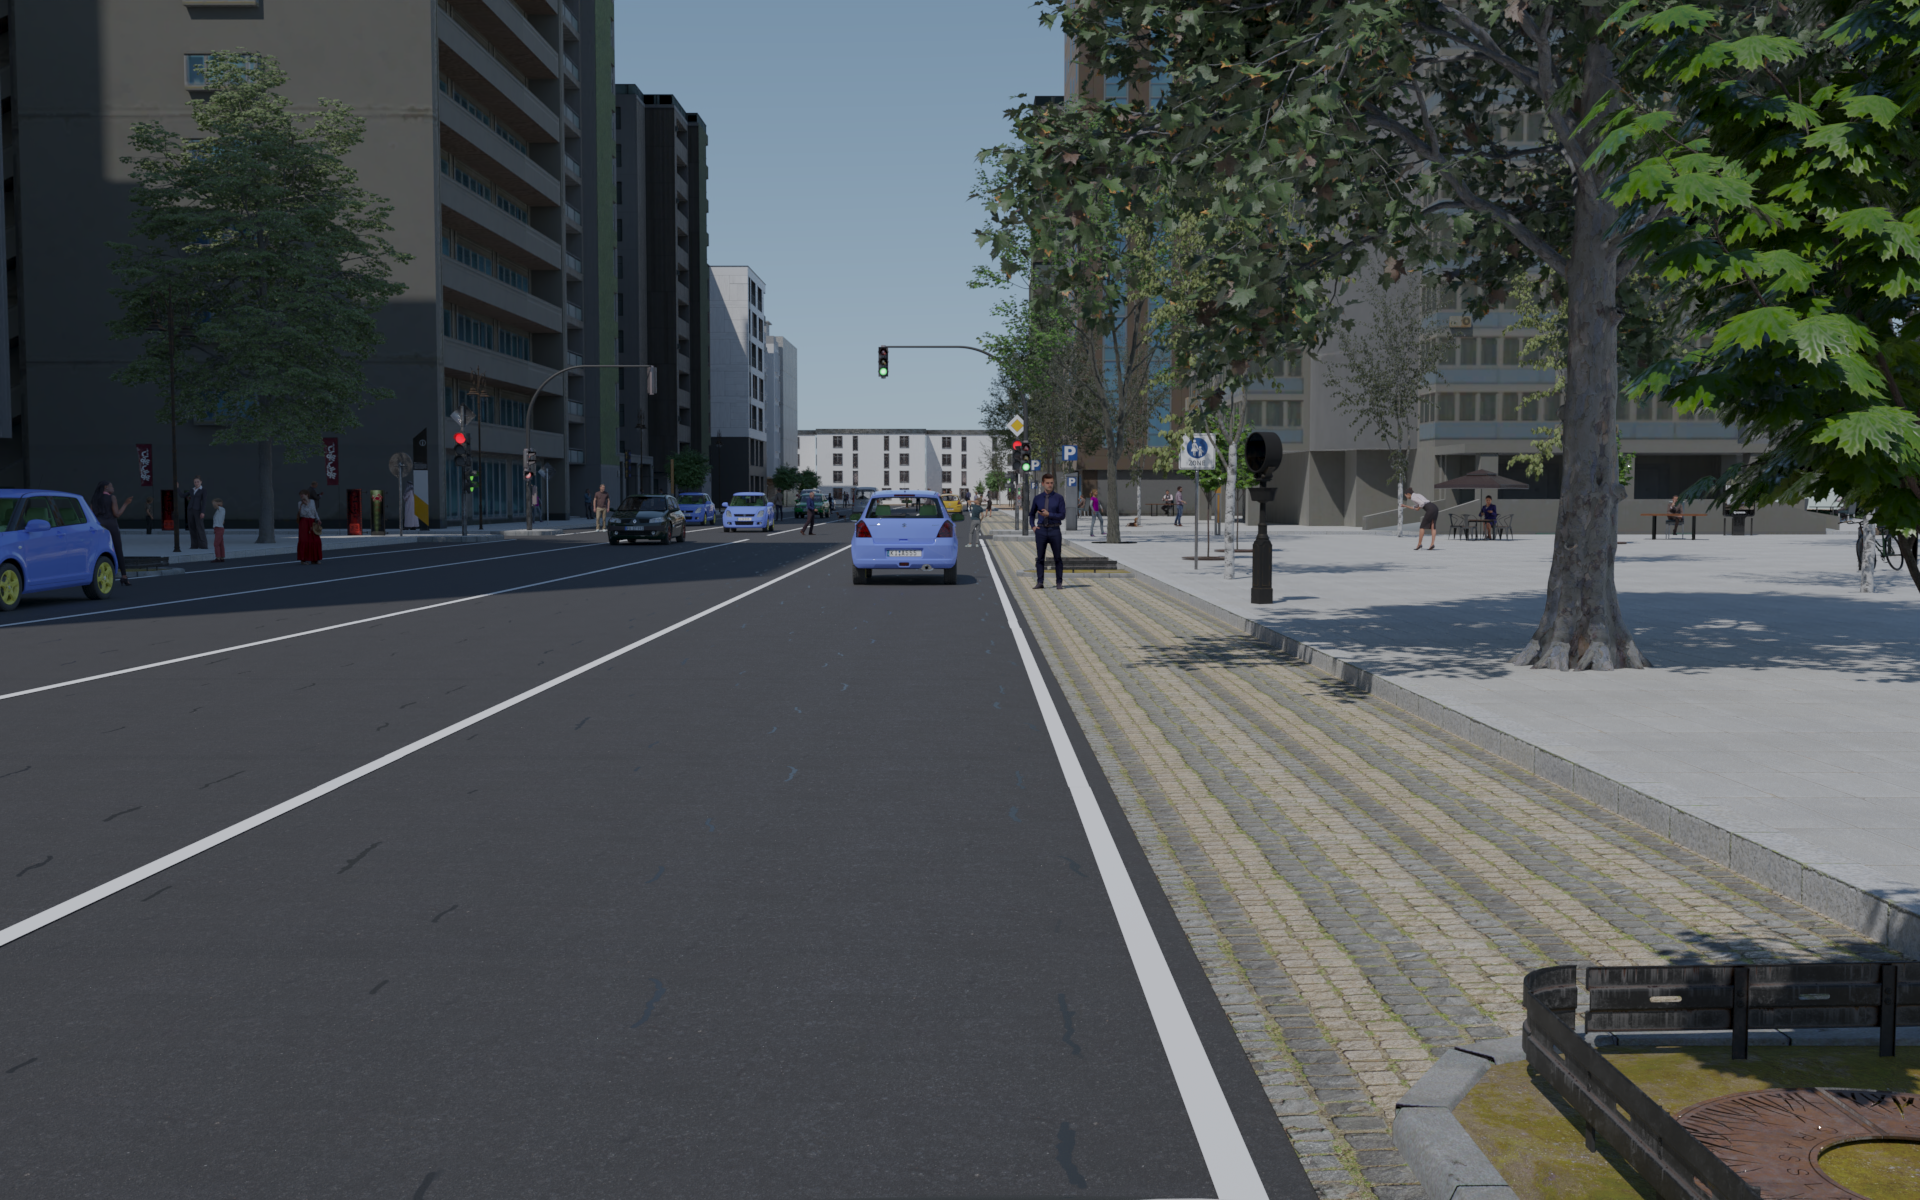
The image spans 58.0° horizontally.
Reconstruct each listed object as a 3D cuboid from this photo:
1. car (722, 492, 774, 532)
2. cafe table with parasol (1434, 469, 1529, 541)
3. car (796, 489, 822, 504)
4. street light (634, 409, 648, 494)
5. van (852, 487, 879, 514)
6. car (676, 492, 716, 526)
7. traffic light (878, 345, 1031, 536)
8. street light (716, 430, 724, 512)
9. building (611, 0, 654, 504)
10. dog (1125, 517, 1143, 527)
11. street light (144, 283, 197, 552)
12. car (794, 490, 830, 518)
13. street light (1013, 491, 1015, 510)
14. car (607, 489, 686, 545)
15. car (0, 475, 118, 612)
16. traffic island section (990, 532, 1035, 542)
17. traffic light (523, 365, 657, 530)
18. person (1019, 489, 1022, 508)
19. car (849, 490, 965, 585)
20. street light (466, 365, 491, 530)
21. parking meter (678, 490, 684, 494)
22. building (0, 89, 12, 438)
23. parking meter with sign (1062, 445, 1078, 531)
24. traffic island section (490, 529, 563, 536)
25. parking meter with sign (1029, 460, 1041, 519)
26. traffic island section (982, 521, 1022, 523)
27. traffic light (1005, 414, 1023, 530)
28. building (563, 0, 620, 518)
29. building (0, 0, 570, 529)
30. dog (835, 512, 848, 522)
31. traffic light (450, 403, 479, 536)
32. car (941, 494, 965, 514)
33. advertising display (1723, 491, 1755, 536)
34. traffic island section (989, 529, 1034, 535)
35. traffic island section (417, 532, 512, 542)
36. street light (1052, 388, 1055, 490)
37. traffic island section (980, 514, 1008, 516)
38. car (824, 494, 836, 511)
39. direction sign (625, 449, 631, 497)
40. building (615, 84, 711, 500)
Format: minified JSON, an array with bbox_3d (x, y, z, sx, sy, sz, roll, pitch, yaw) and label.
[{"bbox_3d":[-8.031,-3.444,65.895,1.945,1.707,3.694,0,4,-1],"label":"car"},{"bbox_3d":[14.359,-2.620,47.706,2.610,1.966,2.610,0,4,8],"label":"cafe table with parasol"},{"bbox_3d":[-12.190,-8.106,141.211,2.281,1.827,5.304,0,3,0],"label":"car"},{"bbox_3d":[-17.124,-7.361,93.137,0.468,5.910,1.993,0,3,0],"label":"street light"},{"bbox_3d":[-5.382,-5.771,101.366,2.013,2.044,4.112,0,4,1],"label":"van"},{"bbox_3d":[-12.320,-4.282,79.601,1.945,1.707,3.694,0,4,2],"label":"car"},{"bbox_3d":[-0.109,-4.790,52.988,4.771,5.953,1.251,0,3,0],"label":"traffic light"},{"bbox_3d":[-17.104,-9.199,123.184,0.468,5.910,1.993,0,3,0],"label":"street light"},{"bbox_3d":[-30.313,-40.903,107.012,20.563,71.187,20.611,0,3,0],"label":"building"},{"bbox_3d":[6.781,-3.050,67.604,0.550,0.427,0.748,-1,4,-13],"label":"dog"},{"bbox_3d":[-17.307,-3.995,38.108,0.468,5.910,1.993,0,3,0],"label":"street light"},{"bbox_3d":[-8.871,-5.818,103.923,1.959,1.807,4.718,0,4,2],"label":"car"},{"bbox_3d":[4.225,-9.948,135.430,0.468,5.910,1.993,0,3,0],"label":"street light"},{"bbox_3d":[-9.043,-2.467,50.128,2.009,1.686,4.222,0,3,0],"label":"car"},{"bbox_3d":[-12.438,-0.774,22.239,1.945,1.707,3.694,0,3,0],"label":"car"},{"bbox_3d":[2.023,-1.894,53.240,2.009,0.180,2.903,0,3,0],"label":"traffic island section"},{"bbox_3d":[-13.113,-5.290,61.155,4.771,5.953,1.251,0,3,0],"label":"traffic light"},{"bbox_3d":[5.612,-9.387,159.540,0.705,1.822,1.348,-1,4,-16],"label":"person"},{"bbox_3d":[-0.887,-1.169,28.699,1.945,1.707,3.694,0,4,-1],"label":"car"},{"bbox_3d":[-17.281,-5.475,62.309,0.468,5.910,1.993,0,3,0],"label":"street light"},{"bbox_3d":[-16.877,-5.903,104.921,0.372,1.533,0.369,0,3,0],"label":"parking meter"},{"bbox_3d":[-33.963,-16.691,44.602,14.107,30.474,14.160,0,3,0],"label":"building"},{"bbox_3d":[3.908,-3.968,61.138,0.543,3.016,1.738,0,4,1],"label":"parking meter with sign"},{"bbox_3d":[-15.245,-2.384,61.259,2.009,0.180,2.903,0,3,0],"label":"traffic island section"},{"bbox_3d":[3.823,-5.675,89.045,0.543,3.016,1.738,0,4,0],"label":"parking meter with sign"},{"bbox_3d":[2.078,-3.855,85.889,1.991,0.108,1.994,0,3,0],"label":"traffic island section"},{"bbox_3d":[1.997,-4.415,61.111,0.839,4.253,0.868,0,3,0],"label":"traffic light"},{"bbox_3d":[-26.384,-24.894,90.604,14.154,41.232,14.086,0,3,0],"label":"building"},{"bbox_3d":[-29.713,-27.454,72.577,21.300,48.544,21.600,0,3,0],"label":"building"},{"bbox_3d":[-6.136,-4.314,89.814,0.540,0.507,0.406,-3,4,-36],"label":"dog"},{"bbox_3d":[-15.218,-3.928,53.139,0.839,4.253,0.868,0,3,0],"label":"traffic light"},{"bbox_3d":[-0.672,-6.525,116.903,2.015,1.641,3.980,0,4,1],"label":"car"},{"bbox_3d":[24.008,-2.946,53.382,0.974,1.923,0.123,0,4,-3],"label":"advertising display"},{"bbox_3d":[2.037,-2.382,61.225,2.009,0.180,2.903,0,3,0],"label":"traffic island section"},{"bbox_3d":[-15.258,-1.896,53.274,2.009,0.180,2.903,0,3,0],"label":"traffic island section"},{"bbox_3d":[4.048,-6.279,75.449,0.468,5.910,1.993,0,3,0],"label":"street light"},{"bbox_3d":[2.125,-5.523,113.166,1.991,0.108,1.994,0,3,0],"label":"traffic island section"},{"bbox_3d":[-11.815,-8.541,151.653,2.014,1.417,4.499,0,4,-2],"label":"car"},{"bbox_3d":[-16.929,-5.891,88.313,0.379,3.537,0.876,0,4,8],"label":"direction sign"},{"bbox_3d":[-26.170,-21.644,125.574,14.160,30.474,14.107,0,3,0],"label":"building"}]
